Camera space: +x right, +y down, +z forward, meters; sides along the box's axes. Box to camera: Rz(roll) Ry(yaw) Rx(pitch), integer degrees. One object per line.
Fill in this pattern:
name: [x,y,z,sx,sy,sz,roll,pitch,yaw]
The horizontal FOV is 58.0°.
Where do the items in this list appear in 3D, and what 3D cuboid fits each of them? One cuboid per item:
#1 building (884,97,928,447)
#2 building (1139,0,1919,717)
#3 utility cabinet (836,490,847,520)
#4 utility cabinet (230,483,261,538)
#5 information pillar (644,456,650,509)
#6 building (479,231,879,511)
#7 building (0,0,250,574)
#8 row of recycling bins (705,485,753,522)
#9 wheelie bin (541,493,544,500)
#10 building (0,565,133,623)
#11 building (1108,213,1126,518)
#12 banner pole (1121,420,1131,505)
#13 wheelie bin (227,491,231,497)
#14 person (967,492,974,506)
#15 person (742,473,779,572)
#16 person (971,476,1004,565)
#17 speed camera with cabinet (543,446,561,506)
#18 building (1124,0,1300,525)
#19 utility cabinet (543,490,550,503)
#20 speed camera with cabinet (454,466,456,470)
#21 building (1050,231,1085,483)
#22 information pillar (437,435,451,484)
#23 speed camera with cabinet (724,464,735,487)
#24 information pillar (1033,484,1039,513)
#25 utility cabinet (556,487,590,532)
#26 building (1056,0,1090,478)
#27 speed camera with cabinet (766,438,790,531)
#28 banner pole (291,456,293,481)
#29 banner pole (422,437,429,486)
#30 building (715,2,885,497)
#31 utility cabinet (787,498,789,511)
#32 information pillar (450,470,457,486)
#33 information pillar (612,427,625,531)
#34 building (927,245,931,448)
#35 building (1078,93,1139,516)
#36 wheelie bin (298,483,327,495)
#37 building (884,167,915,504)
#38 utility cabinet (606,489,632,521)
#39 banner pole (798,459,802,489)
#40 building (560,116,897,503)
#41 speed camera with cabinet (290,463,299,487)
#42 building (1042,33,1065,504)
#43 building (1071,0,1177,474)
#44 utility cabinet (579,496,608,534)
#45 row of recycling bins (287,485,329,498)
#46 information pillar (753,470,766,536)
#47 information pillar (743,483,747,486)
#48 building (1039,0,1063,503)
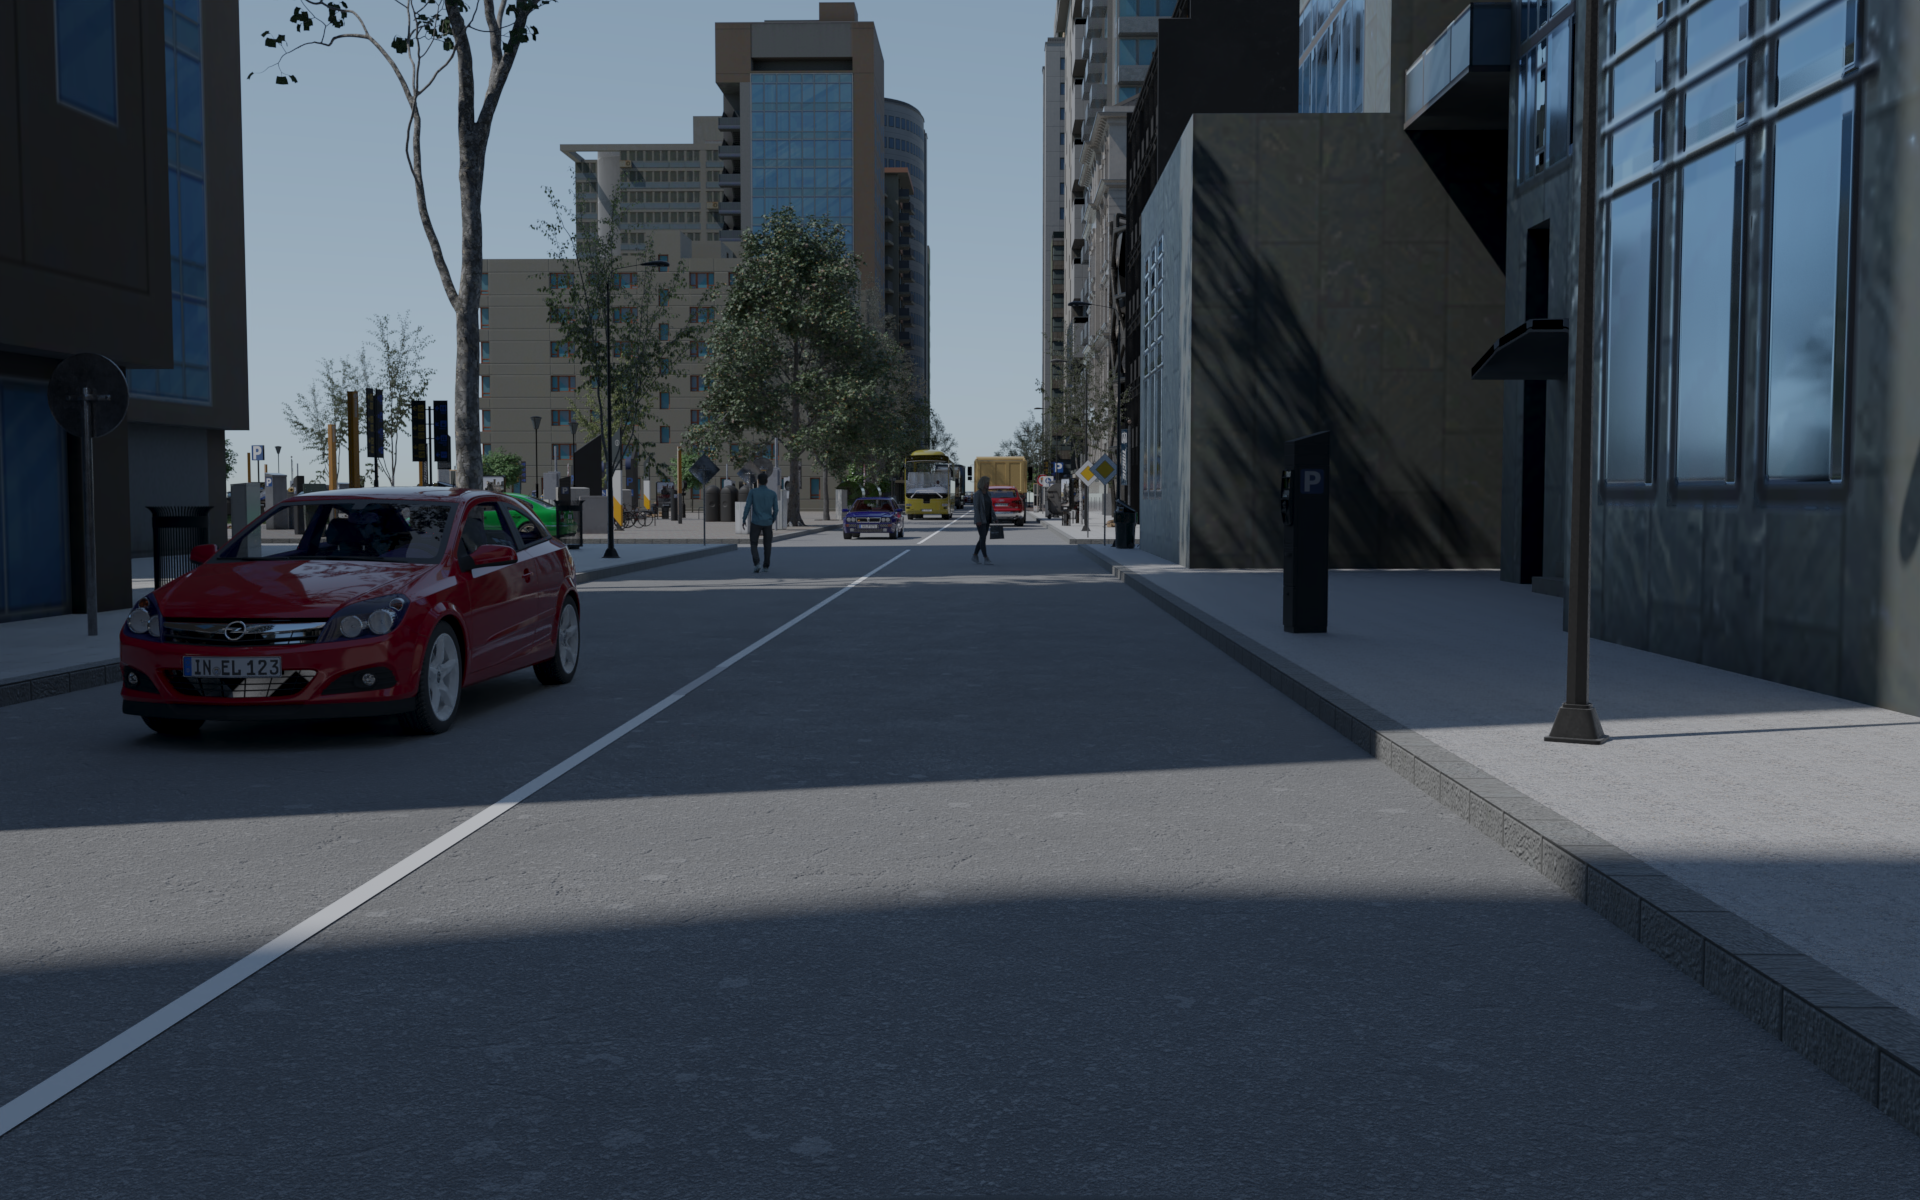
building: [-15.851,-43.630,255.346,21.231,58.520,28.212,0,4,1]
building: [14.986,-43.376,21.865,22.319,86.520,31.000,0,4,1]
utility cabinet: [-5.837,-4.697,85.483,0.318,1.500,1.173,-1,4,-18]
utility cabinet: [-13.977,-1.542,33.884,0.318,1.500,1.173,-1,4,-10]
information pillar: [-19.270,-7.053,106.677,0.504,3.616,0.183,2,4,35]
building: [-21.420,-18.142,141.659,27.650,21.520,28.899,0,4,1]
building: [-23.157,-23.286,30.841,14.200,45.320,14.600,0,4,1]
row of recycling bins: [-10.148,-4.442,79.741,3.534,1.692,1.069,1,4,16]
wheelie bin: [-29.250,-7.037,122.956,0.980,1.594,0.693,-1,4,-17]
building: [-16.005,-22.108,11.570,14.600,45.320,14.200,0,4,1]
building: [16.380,-13.801,93.103,16.820,18.784,16.811,0,4,1]
banner pole: [5.632,-4.200,58.684,0.401,3.779,0.863,-1,4,-21]
wheelie bin: [-49.090,-6.662,116.826,0.693,1.594,0.980,-3,4,-37]
person: [1.474,-12.645,215.954,1.217,1.735,0.721,1,4,11]
person: [-3.649,-1.421,31.755,0.660,1.820,0.620,-1,4,-19]
person: [0.517,-1.631,35.351,0.728,1.800,0.709,3,5,45]
speed camera with cabinet: [-16.848,-4.763,72.218,0.660,3.252,2.038,0,4,1]
building: [13.546,-14.768,71.142,12.332,23.373,15.834,0,4,1]
utility cabinet: [-20.090,-4.651,84.729,0.318,1.500,1.173,-2,4,-25]
speed camera with cabinet: [-35.690,-7.813,122.071,0.660,3.252,2.038,-1,4,-9]
building: [16.986,-25.688,191.704,14.160,30.474,14.107,0,4,1]
information pillar: [-17.372,-4.096,58.318,0.504,3.616,0.183,-3,5,-40]
speed camera with cabinet: [-15.280,-7.254,112.946,0.660,3.252,2.038,1,4,16]
information pillar: [5.301,-7.084,120.321,0.304,2.012,0.304,2,4,26]
utility cabinet: [-12.831,-2.984,57.463,0.318,1.500,1.173,3,4,38]
building: [24.109,-35.476,169.271,28.713,52.752,27.495,0,4,1]
speed camera with cabinet: [-6.605,-4.118,61.661,0.660,3.252,2.038,0,4,3]
banner pole: [-43.764,-7.557,113.577,0.401,3.779,0.863,-2,4,-28]
banner pole: [-23.052,-5.198,75.000,0.401,3.779,0.863,1,4,16]
building: [-14.421,-31.349,162.670,14.600,45.320,14.200,0,4,1]
utility cabinet: [-9.622,-5.292,97.689,1.020,1.237,0.306,-2,4,-27]
information pillar: [-15.199,-2.929,52.377,0.304,2.012,0.304,2,4,32]
information pillar: [-11.977,-4.228,60.475,0.504,3.616,0.183,3,4,36]
building: [-12.001,-36.297,277.045,14.154,41.232,14.086,0,4,1]
building: [15.109,-19.914,112.982,14.401,28.519,23.554,0,4,1]
wheelie bin: [-19.207,-2.667,51.506,0.980,1.594,0.693,-2,4,-26]
building: [-17.286,-34.998,226.841,22.147,44.769,28.867,0,4,1]
utility cabinet: [-16.203,-4.506,82.344,1.173,1.500,0.318,-3,4,-39]
banner pole: [-10.028,-7.158,107.050,0.401,3.779,0.863,2,4,34]
building: [-23.194,-30.000,182.373,32.217,40.220,23.993,0,4,1]
speed camera with cabinet: [-43.321,-7.158,111.368,2.038,3.252,0.660,0,4,3]
building: [21.231,-41.819,225.743,21.231,58.520,28.212,0,4,1]
building: [21.335,-31.860,140.516,23.786,49.044,30.456,0,4,1]
utility cabinet: [-11.780,-2.745,56.038,1.020,1.237,0.306,-1,4,-16]
row of recycling bins: [-28.738,-4.266,76.856,3.534,1.692,1.069,3,5,42]
information pillar: [-6.165,-2.985,53.292,0.304,2.012,0.304,-3,4,-38]
information pillar: [-14.551,-6.854,116.555,0.304,2.012,0.304,1,4,22]
building: [21.720,-49.631,249.717,20.563,71.187,20.611,0,4,1]
